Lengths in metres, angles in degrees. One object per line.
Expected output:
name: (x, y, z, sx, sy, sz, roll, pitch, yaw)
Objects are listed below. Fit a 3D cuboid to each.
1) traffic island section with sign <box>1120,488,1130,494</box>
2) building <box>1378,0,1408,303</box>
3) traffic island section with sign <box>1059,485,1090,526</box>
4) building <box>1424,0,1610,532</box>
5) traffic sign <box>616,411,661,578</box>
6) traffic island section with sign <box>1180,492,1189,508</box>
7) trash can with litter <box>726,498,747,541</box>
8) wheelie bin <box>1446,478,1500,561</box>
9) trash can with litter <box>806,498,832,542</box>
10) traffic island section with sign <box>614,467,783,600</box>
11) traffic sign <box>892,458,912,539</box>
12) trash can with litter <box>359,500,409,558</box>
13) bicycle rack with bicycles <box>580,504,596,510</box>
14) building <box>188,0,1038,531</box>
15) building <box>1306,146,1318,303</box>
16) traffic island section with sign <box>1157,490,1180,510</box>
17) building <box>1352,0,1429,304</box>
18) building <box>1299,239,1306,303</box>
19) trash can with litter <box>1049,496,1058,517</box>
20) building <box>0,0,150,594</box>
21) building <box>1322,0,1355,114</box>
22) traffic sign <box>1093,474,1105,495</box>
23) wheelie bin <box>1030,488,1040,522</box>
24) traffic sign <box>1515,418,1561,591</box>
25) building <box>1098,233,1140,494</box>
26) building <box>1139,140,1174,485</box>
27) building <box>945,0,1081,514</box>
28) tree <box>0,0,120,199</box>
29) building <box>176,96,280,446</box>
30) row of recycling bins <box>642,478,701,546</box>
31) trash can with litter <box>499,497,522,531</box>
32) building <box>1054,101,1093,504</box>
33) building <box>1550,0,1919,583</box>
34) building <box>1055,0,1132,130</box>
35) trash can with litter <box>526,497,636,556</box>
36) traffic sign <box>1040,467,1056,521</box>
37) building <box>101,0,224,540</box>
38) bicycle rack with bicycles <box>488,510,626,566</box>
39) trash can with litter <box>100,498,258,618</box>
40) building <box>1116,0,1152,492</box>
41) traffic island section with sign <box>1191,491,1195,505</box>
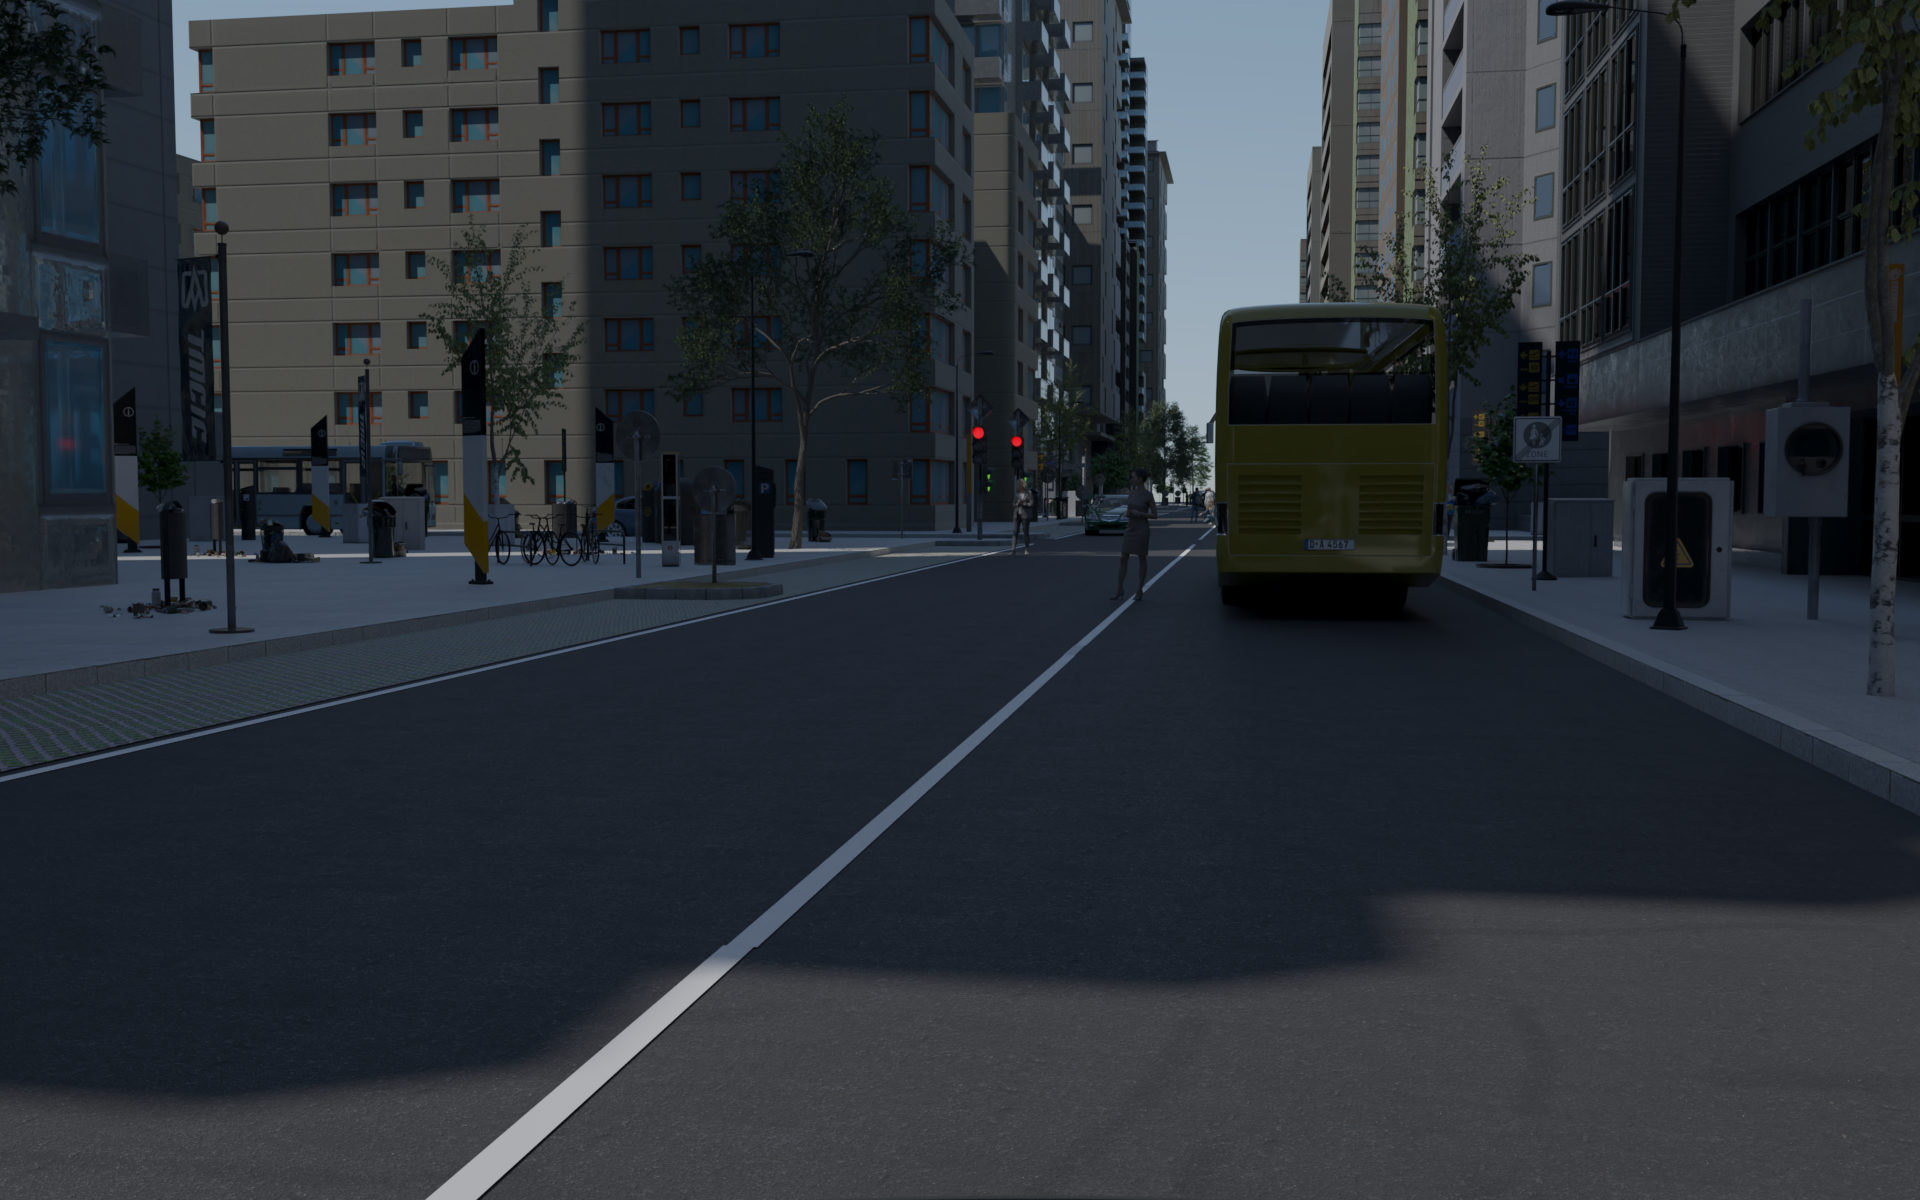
traffic island section with sign: (10.086, -5.915, 105.334, 1.989, 1.847, 2.006, 1, 4, 10)
building: (33.133, -27.847, 105.417, 14.600, 45.320, 14.200, 1, 4, 10)
traffic island section with sign: (5.586, -4.280, 78.605, 1.989, 1.847, 2.006, 1, 4, 10)
building: (32.238, -31.793, 61.812, 28.212, 58.520, 21.231, 1, 4, 10)
traffic sign: (-4.921, -1.611, 26.445, 0.768, 2.556, 0.104, 1, 4, 19)
traffic island section with sign: (22.898, -10.573, 181.493, 1.989, 1.847, 2.006, 1, 4, 10)
trash can with litter: (-6.251, -2.171, 46.888, 1.055, 1.170, 0.624, 2, 4, 27)
wheelie bin: (9.811, -1.541, 33.105, 0.980, 1.594, 0.693, 0, 4, 8)
trash can with litter: (-3.712, -2.142, 46.406, 0.624, 1.170, 1.055, -2, 4, -29)
traffic island section with sign: (-3.566, -0.956, 24.258, 1.989, 1.847, 2.006, 1, 4, 10)
traffic sign: (-1.668, -2.913, 49.754, 0.606, 2.300, 0.079, 1, 4, 14)
trash can with litter: (-11.623, -1.445, 35.020, 0.624, 1.170, 1.055, 0, 4, 8)
bicycle rack with bicycles: (-11.993, -2.851, 59.999, 2.852, 0.926, 2.925, 0, 4, -4)
building: (-12.096, -14.097, 75.525, 27.650, 21.520, 28.899, 1, 4, 10)
building: (56.633, -36.962, 228.034, 21.300, 48.544, 21.600, 1, 4, 10)
traffic island section with sign: (18.421, -8.947, 154.910, 1.989, 1.847, 2.006, 1, 4, 10)
building: (39.017, -27.991, 141.246, 14.154, 41.232, 14.086, 1, 4, 10)
building: (61.184, -36.295, 277.013, 14.154, 41.232, 14.086, 1, 4, 10)
trash can with litter: (5.382, -5.305, 98.129, 0.624, 1.170, 1.055, 1, 4, 9)
building: (-23.522, -24.000, 12.013, 23.786, 49.044, 30.456, 1, 4, 10)
building: (44.297, -32.729, 158.819, 21.300, 48.544, 21.600, 1, 4, 10)
traffic sign: (8.796, -6.690, 109.488, 0.768, 2.556, 0.104, 1, 4, 18)
wheelie bin: (3.339, -4.391, 79.695, 0.693, 1.594, 0.980, 0, 4, 3)
traffic sign: (7.617, -1.271, 22.916, 0.606, 2.300, 0.079, 1, 4, 10)
building: (12.276, -25.645, 191.003, 14.160, 30.474, 14.107, 1, 4, 10)
building: (17.358, -41.213, 263.064, 28.713, 52.752, 27.495, 1, 4, 10)
building: (-4.822, -30.091, 111.599, 23.786, 49.044, 30.456, 1, 4, 10)
tree: (-7.798, -4.560, 8.963, 7.601, 10.594, 8.767, 0, 4, 5)
building: (-54.830, -14.697, 85.338, 28.899, 21.520, 27.650, 1, 4, 10)
row of recycling bins: (-7.436, -2.302, 44.757, 1.069, 1.692, 3.534, -1, 4, -23)
trash can with litter: (-15.621, -2.977, 60.057, 1.055, 1.170, 0.624, 2, 4, 31)
building: (-4.224, -27.742, 145.460, 32.217, 40.220, 23.993, 1, 4, 10)
building: (18.917, -12.684, 26.454, 14.314, 24.678, 30.058, 1, 4, 10)
building: (1.645, -35.572, 170.839, 28.713, 52.752, 27.495, 1, 4, 10)
trash can with litter: (-8.020, -1.576, 36.828, 2.233, 1.210, 1.678, 0, 4, -7)
traffic sign: (4.162, -5.034, 82.415, 0.768, 2.556, 0.104, 1, 4, 17)
building: (-33.831, -36.909, 41.715, 20.611, 71.187, 20.563, 1, 4, 10)
bicycle rack with bicycles: (-7.393, -1.123, 31.746, 2.852, 0.926, 2.925, -2, 4, -32)
trash can with litter: (-8.798, -0.477, 18.856, 1.678, 1.210, 2.233, 0, 4, -7)
building: (15.107, -56.227, 231.982, 22.319, 86.520, 31.000, 1, 4, 10)
traffic island section with sign: (32.133, -13.933, 236.428, 1.989, 1.847, 2.006, 1, 4, 10)
